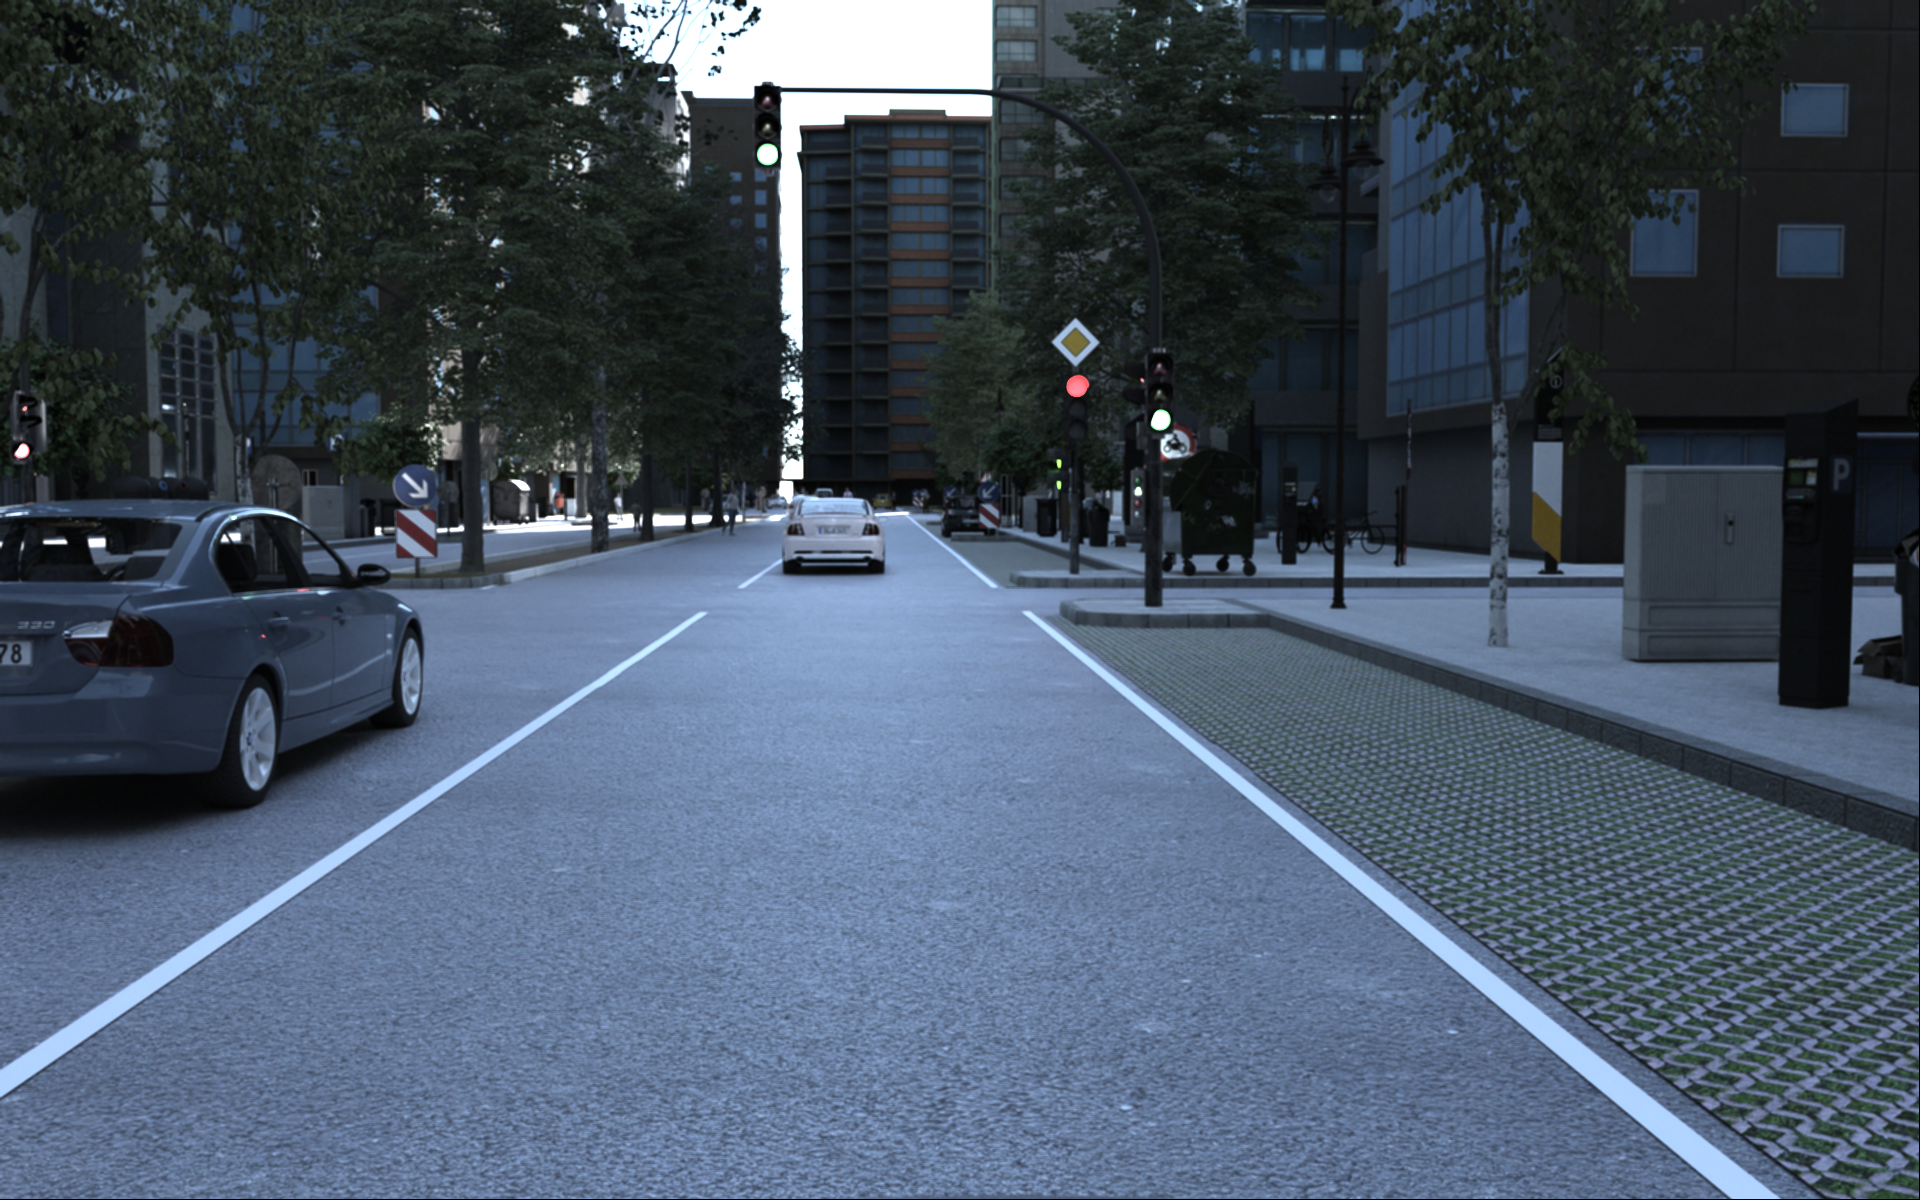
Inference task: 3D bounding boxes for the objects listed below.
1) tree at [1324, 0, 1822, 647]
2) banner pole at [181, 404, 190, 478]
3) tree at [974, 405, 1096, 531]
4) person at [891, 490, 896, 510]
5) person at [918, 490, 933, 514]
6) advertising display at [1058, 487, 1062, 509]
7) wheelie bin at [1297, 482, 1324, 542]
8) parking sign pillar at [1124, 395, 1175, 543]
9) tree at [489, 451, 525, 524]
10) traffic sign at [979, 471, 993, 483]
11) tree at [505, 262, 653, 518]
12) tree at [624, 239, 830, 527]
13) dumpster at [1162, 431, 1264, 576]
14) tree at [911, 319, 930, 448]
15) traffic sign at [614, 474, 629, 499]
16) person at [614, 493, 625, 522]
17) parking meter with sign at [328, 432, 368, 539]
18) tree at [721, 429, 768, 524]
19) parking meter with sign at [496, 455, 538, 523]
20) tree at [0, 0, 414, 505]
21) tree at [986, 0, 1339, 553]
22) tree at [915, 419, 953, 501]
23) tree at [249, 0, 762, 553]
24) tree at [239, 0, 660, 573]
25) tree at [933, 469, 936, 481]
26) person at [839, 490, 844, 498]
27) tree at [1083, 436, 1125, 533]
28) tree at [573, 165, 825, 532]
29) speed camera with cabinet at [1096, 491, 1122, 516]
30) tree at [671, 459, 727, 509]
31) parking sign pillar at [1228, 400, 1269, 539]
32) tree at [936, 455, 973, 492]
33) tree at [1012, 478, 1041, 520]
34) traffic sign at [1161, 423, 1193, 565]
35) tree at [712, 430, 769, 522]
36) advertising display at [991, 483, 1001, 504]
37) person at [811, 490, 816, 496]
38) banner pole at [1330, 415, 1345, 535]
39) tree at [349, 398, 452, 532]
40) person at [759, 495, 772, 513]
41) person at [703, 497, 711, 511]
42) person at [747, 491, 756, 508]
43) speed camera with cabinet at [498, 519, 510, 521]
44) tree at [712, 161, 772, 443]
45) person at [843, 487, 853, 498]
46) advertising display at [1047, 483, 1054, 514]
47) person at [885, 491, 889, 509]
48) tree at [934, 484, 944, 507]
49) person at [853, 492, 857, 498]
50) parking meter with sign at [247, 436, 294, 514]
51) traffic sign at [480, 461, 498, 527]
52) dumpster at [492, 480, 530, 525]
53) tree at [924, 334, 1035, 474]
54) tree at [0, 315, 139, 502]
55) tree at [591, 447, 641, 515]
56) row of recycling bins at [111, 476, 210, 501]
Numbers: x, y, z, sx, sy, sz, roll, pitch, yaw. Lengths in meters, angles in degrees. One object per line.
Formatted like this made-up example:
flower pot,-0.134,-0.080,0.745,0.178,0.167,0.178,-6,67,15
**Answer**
tree,4.708,-3.903,14.169,4.737,8.622,4.395,0,3,0
banner pole,-21.326,-3.532,47.766,0.401,3.779,0.863,-3,4,-36
tree,3.609,-4.736,61.144,4.285,4.588,4.351,0,3,0
person,-5.821,-8.766,151.816,0.705,1.826,1.348,1,4,8
person,-2.516,-7.212,127.144,1.217,1.736,0.721,0,4,0
advertising display,4.598,-4.547,79.564,0.123,1.923,0.974,0,4,-1
wheelie bin,9.252,-2.339,46.146,0.693,1.594,0.980,-3,4,-38
parking sign pillar,5.032,-3.506,45.803,1.447,3.967,1.447,1,4,17
tree,-19.224,-4.836,73.675,1.663,3.219,1.824,0,3,0
traffic sign,1.352,-5.201,85.040,0.884,2.594,0.081,0,4,6
tree,-19.915,-11.285,91.165,9.857,13.997,8.962,0,3,0
tree,-10.541,-9.520,75.110,9.611,12.733,9.660,0,3,0
dumpster,3.946,-1.543,27.719,1.502,2.255,1.985,0,4,-3
tree,1.139,-10.897,96.292,7.486,12.596,7.792,0,3,0
traffic sign,-19.821,-6.203,101.425,0.884,2.594,0.081,0,4,-1
person,-17.669,-4.818,89.867,0.523,1.515,0.503,1,4,19
parking meter with sign,-17.530,-3.272,49.753,0.543,3.016,1.738,0,4,2
tree,-10.844,-7.958,82.928,4.737,8.622,4.395,0,3,0
parking meter with sign,-19.779,-4.967,77.466,1.738,3.016,0.543,0,4,2
tree,-7.538,-3.987,18.013,4.737,8.622,4.395,0,3,0
tree,4.597,-7.307,37.599,7.486,12.596,7.792,0,3,0
tree,-1.554,-12.170,149.348,4.360,8.622,3.978,0,3,0
tree,-10.013,-11.254,42.357,12.611,20.169,13.585,0,3,0
tree,-8.696,-6.722,30.487,7.486,12.596,7.792,0,3,0
tree,-0.499,-9.215,134.370,4.285,4.588,4.351,0,3,0
person,-10.135,-8.541,148.161,0.705,1.821,1.348,1,4,13
tree,4.756,-3.820,57.065,1.663,3.219,1.824,0,3,0
tree,-10.094,-9.259,64.204,12.009,13.543,11.850,0,3,0
speed camera with cabinet,9.060,-6.590,102.078,2.038,3.252,0.660,2,4,25
tree,-23.240,-10.163,149.874,4.285,4.588,4.351,0,3,0
parking sign pillar,8.266,-3.782,50.310,1.447,3.967,1.447,-1,4,-20
tree,2.177,-5.231,69.236,4.285,4.588,4.351,0,3,0
tree,3.124,-5.555,85.430,1.663,3.219,1.824,0,3,0
traffic sign,3.881,-1.911,31.344,0.768,2.556,0.104,0,4,3
tree,-10.959,-8.241,87.568,4.360,8.622,3.978,0,3,0
advertising display,1.840,-4.505,78.866,0.974,1.923,0.123,2,4,34
person,-12.632,-8.662,150.134,1.348,1.824,0.705,2,4,34
banner pole,11.800,-3.898,53.753,0.401,3.779,0.863,0,4,-6
tree,-19.175,-4.629,59.396,4.285,4.588,4.351,0,3,0
person,-15.135,-7.667,133.875,0.705,1.822,1.348,3,5,42
person,-19.324,-7.526,132.237,0.721,1.739,1.217,1,4,22
person,-20.742,-9.970,172.220,1.217,1.735,0.721,2,4,29
speed camera with cabinet,-22.183,-5.492,84.129,0.660,3.252,2.038,-1,4,-16
tree,-9.643,-8.083,52.746,7.486,12.596,7.792,0,3,0
person,-6.901,-5.940,105.481,0.709,1.838,0.599,1,4,21
advertising display,5.260,-5.837,100.643,0.123,1.923,0.974,-1,4,-15
person,-6.789,-9.373,162.671,0.530,1.710,0.541,0,4,8
tree,-1.941,-11.161,177.077,1.663,3.219,1.824,0,3,0
person,-10.887,-10.348,179.163,0.415,1.643,0.593,1,4,13
parking meter with sign,-21.153,-3.465,52.909,0.543,3.016,1.738,1,4,22
traffic sign,-18.405,-4.123,67.525,0.768,2.556,0.104,0,4,1
dumpster,-18.569,-4.024,71.555,1.264,1.857,1.865,0,4,-3
tree,1.264,-11.252,109.731,9.928,11.665,9.643,0,3,0
tree,-16.981,-2.935,31.703,4.285,4.588,4.351,0,3,0
tree,-21.611,-7.624,108.366,4.285,4.588,4.351,0,3,0
row of recycling bins,-18.790,-2.054,40.700,1.069,1.692,3.534,0,4,3
